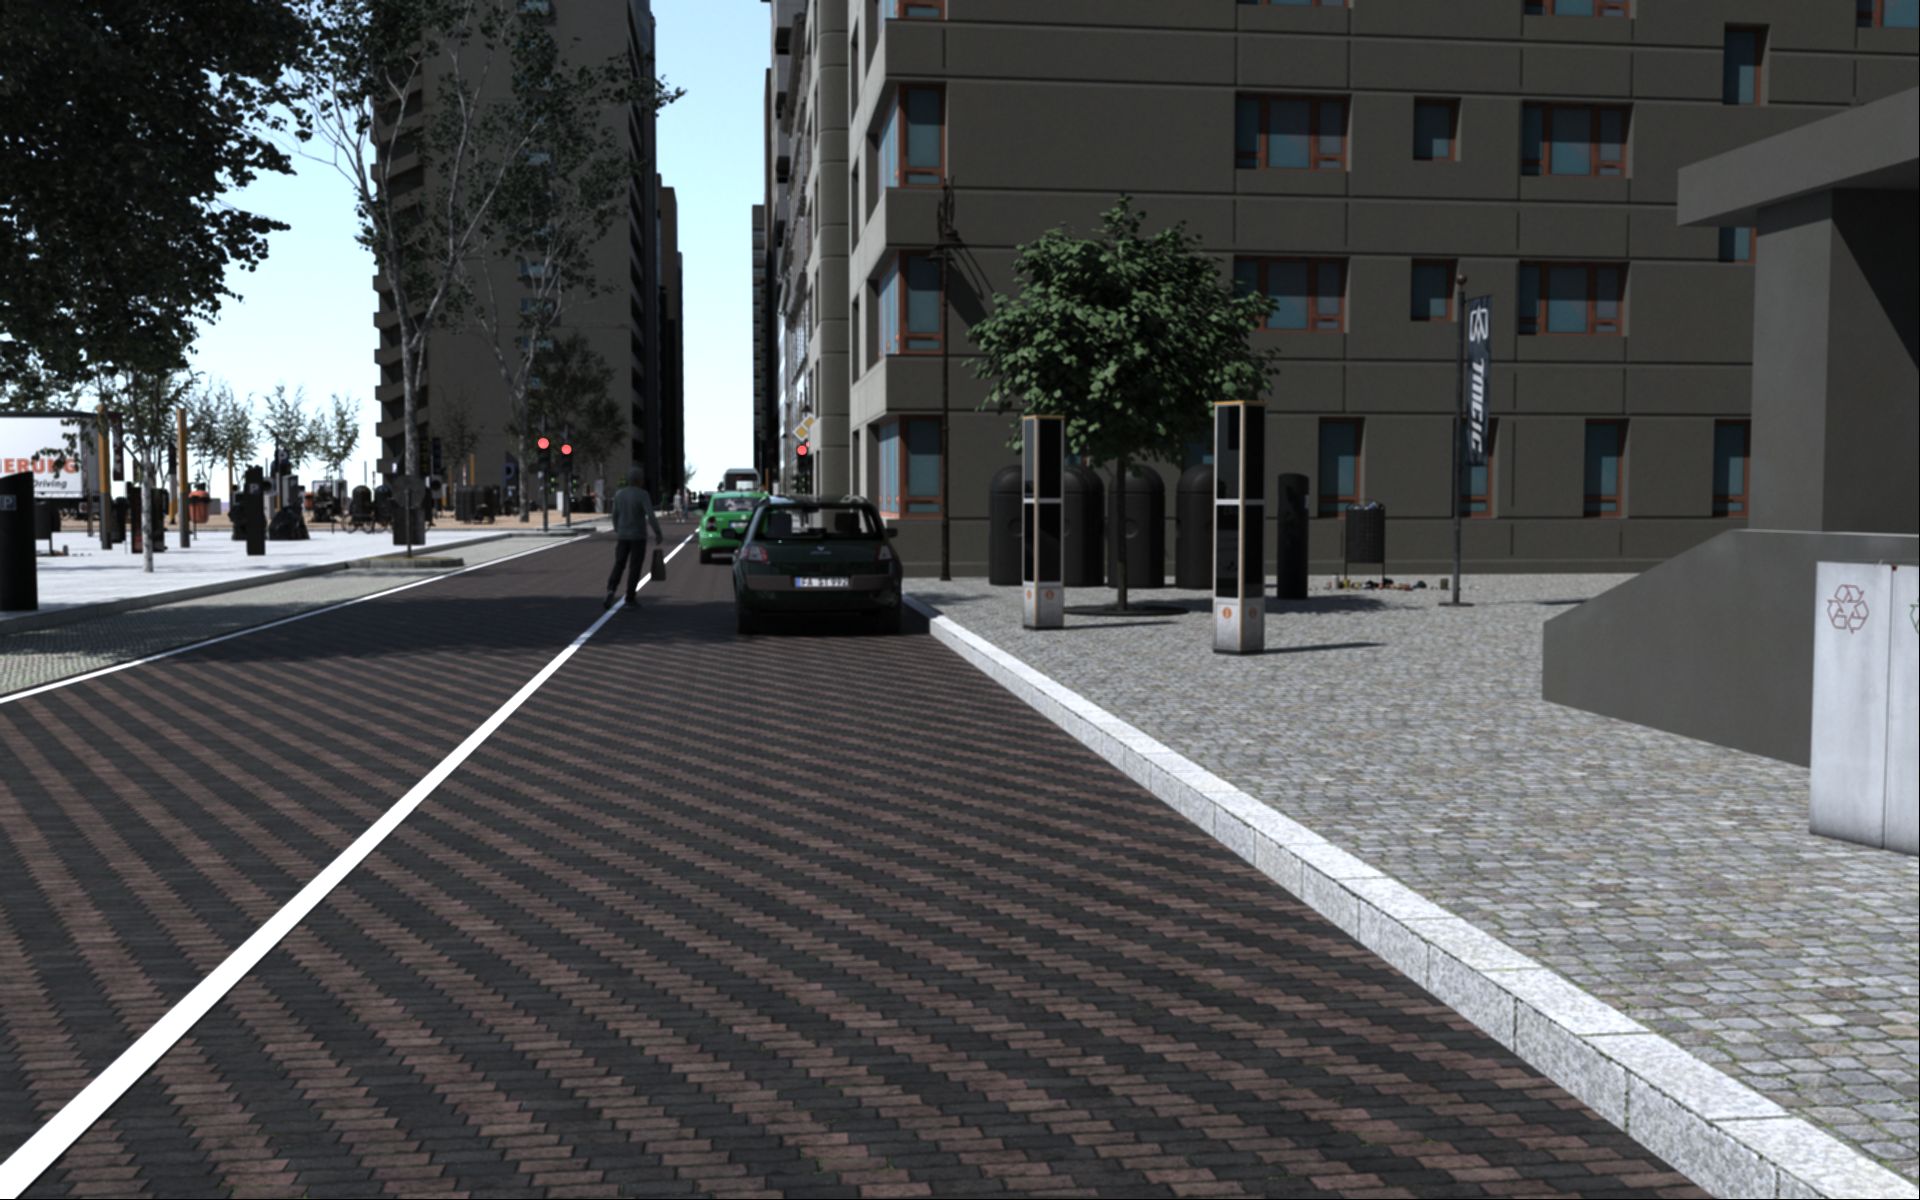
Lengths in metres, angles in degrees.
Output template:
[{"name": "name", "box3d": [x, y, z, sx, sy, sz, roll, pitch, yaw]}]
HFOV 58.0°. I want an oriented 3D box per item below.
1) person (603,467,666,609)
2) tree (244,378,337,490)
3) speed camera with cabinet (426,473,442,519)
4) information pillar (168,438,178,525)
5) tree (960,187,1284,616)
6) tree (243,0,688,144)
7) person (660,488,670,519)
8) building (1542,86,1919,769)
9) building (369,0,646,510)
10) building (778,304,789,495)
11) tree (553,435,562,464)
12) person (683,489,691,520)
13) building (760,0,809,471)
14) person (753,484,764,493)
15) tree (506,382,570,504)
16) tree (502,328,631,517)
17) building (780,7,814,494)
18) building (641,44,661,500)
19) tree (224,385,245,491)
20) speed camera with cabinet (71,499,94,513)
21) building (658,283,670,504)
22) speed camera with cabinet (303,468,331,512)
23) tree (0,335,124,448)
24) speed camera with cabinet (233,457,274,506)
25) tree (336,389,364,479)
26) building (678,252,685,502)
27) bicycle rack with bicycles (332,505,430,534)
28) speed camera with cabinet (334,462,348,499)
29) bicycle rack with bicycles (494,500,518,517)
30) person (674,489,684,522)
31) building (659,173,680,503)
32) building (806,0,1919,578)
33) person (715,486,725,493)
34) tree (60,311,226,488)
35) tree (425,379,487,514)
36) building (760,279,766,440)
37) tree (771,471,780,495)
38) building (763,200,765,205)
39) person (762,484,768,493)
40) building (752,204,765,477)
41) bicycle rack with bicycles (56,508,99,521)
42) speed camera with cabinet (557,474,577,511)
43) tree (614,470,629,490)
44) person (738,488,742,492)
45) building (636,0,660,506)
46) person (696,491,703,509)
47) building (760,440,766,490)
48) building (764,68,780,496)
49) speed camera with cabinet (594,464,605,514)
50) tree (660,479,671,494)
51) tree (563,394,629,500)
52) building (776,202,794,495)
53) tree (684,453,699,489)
[{"name": "person", "box3d": [-4.039, -0.774, 21.633, 0.782, 1.767, 0.515, 1, 4, 22]}, {"name": "tree", "box3d": [-42.649, -9.794, 110.493, 4.737, 8.622, 4.395, 0, 3, 0]}, {"name": "speed camera with cabinet", "box3d": [-27.437, -5.735, 88.109, 2.038, 3.252, 0.660, -2, 4, -33]}, {"name": "information pillar", "box3d": [-33.081, -4.981, 72.792, 0.183, 3.616, 0.504, 1, 4, 9]}, {"name": "tree", "box3d": [1.734, -2.145, 18.791, 4.285, 4.588, 4.351, 0, 3, 0]}, {"name": "tree", "box3d": [-14.622, -11.810, 48.978, 12.611, 20.169, 13.585, 0, 3, 0]}, {"name": "person", "box3d": [-16.805, -5.502, 98.710, 0.529, 1.795, 0.600, 1, 4, 9]}, {"name": "building", "box3d": [20.486, -19.136, 4.748, 32.217, 40.220, 23.993, 0, 4, -7]}, {"name": "building", "box3d": [-38.898, -32.214, 150.408, 21.300, 48.544, 21.600, 0, 4, -7]}, {"name": "building", "box3d": [-8.635, -17.116, 134.602, 10.420, 20.320, 16.860, 0, 4, -7]}, {"name": "tree", "box3d": [-29.407, -11.255, 134.375, 4.360, 8.622, 3.978, 0, 3, 0]}, {"name": "person", "box3d": [-15.402, -5.392, 97.493, 0.643, 1.720, 0.563, -2, 4, -24]}, {"name": "building", "box3d": [-3.659, -34.924, 160.240, 28.713, 52.752, 27.495, 0, 4, -7]}, {"name": "person", "box3d": [-8.029, -3.709, 69.113, 0.622, 1.834, 0.822, -3, 5, -44]}, {"name": "tree", "box3d": [-26.940, -9.880, 111.902, 4.737, 8.622, 4.395, 0, 3, 0]}, {"name": "tree", "box3d": [-21.717, -9.894, 96.174, 7.601, 10.594, 8.767, -3, 5, -42]}, {"name": "building", "box3d": [-2.734, -17.893, 89.821, 12.463, 27.353, 25.104, 0, 4, -7]}, {"name": "building", "box3d": [-37.437, -31.763, 169.431, 14.600, 45.320, 14.200, 0, 4, -7]}, {"name": "tree", "box3d": [-48.754, -10.177, 116.748, 4.737, 8.622, 4.395, 0, 3, 0]}, {"name": "speed camera with cabinet", "box3d": [-54.114, -6.902, 107.177, 0.660, 3.252, 2.038, 1, 4, 12]}, {"name": "building", "box3d": [-46.077, -28.024, 229.890, 14.160, 30.474, 14.107, 0, 4, -7]}, {"name": "speed camera with cabinet", "box3d": [-47.053, -8.107, 126.889, 2.038, 3.252, 0.660, -2, 4, -23]}, {"name": "tree", "box3d": [-40.190, -7.689, 76.077, 4.737, 8.622, 4.395, 0, 3, 0]}, {"name": "speed camera with cabinet", "box3d": [-37.876, -6.022, 92.790, 2.038, 3.252, 0.660, -1, 4, -17]}, {"name": "tree", "box3d": [-43.527, -10.442, 121.082, 4.737, 8.622, 4.395, 0, 3, 0]}, {"name": "building", "box3d": [-52.463, -36.673, 283.196, 14.154, 41.232, 14.086, 0, 4, -7]}, {"name": "bicycle rack with bicycles", "box3d": [-19.256, -2.654, 56.767, 2.925, 0.926, 2.852, 2, 4, 27]}, {"name": "speed camera with cabinet", "box3d": [-37.035, -6.807, 105.623, 2.038, 3.252, 0.660, -1, 4, -9]}, {"name": "bicycle rack with bicycles", "box3d": [-26.636, -5.184, 98.135, 2.852, 0.926, 2.925, -2, 4, -34]}, {"name": "person", "box3d": [-14.372, -4.833, 88.528, 0.512, 1.701, 0.522, -1, 4, -20]}, {"name": "building", "box3d": [-46.943, -36.363, 244.649, 14.600, 45.320, 14.200, 0, 4, -7]}, {"name": "building", "box3d": [10.739, -12.039, 41.875, 27.650, 21.520, 28.899, 0, 4, -7]}, {"name": "person", "box3d": [-11.712, -4.706, 85.244, 0.655, 1.846, 0.447, -3, 4, -39]}, {"name": "tree", "box3d": [-31.439, -7.127, 66.890, 4.737, 8.622, 4.395, 0, 3, 0]}, {"name": "tree", "box3d": [-32.451, -9.837, 111.190, 4.360, 8.622, 3.978, 0, 3, 0]}, {"name": "building", "box3d": [-19.861, -28.249, 233.565, 14.160, 30.474, 14.107, 0, 4, -7]}, {"name": "tree", "box3d": [-15.107, -9.176, 144.632, 1.663, 3.219, 1.824, 0, 3, 0]}, {"name": "building", "box3d": [-20.614, -39.838, 270.966, 23.786, 49.044, 30.456, 0, 4, -7]}, {"name": "person", "box3d": [-8.197, -3.883, 72.085, 0.679, 1.850, 0.850, 3, 4, 37]}, {"name": "building", "box3d": [-22.514, -34.464, 247.082, 14.154, 41.232, 14.086, 0, 4, -7]}, {"name": "bicycle rack with bicycles", "box3d": [-43.114, -4.303, 83.730, 2.925, 0.926, 2.852, -1, 4, -19]}, {"name": "speed camera with cabinet", "box3d": [-29.334, -8.256, 129.323, 0.660, 3.252, 2.038, 1, 4, 18]}, {"name": "tree", "box3d": [-27.297, -8.910, 140.286, 1.663, 3.219, 1.824, 0, 3, 0]}, {"name": "person", "box3d": [-12.743, -5.607, 100.533, 0.624, 1.780, 0.694, 2, 4, 32]}, {"name": "building", "box3d": [-44.344, -39.601, 189.480, 21.231, 58.520, 28.212, 0, 4, -7]}, {"name": "person", "box3d": [-25.809, -9.930, 171.382, 0.750, 1.759, 0.617, -2, 4, -34]}, {"name": "building", "box3d": [-12.118, -54.386, 201.876, 22.319, 86.520, 31.000, 0, 4, -7]}, {"name": "building", "box3d": [-13.221, -32.424, 180.246, 14.600, 45.320, 14.200, 0, 4, -7]}, {"name": "speed camera with cabinet", "box3d": [-23.725, -7.320, 114.022, 0.660, 3.252, 2.038, 0, 4, -8]}, {"name": "tree", "box3d": [-36.687, -13.467, 214.792, 1.663, 3.219, 1.824, 0, 3, 0]}, {"name": "tree", "box3d": [-25.442, -10.535, 122.615, 4.360, 8.622, 3.978, 0, 3, 0]}, {"name": "building", "box3d": [-5.137, -16.674, 114.415, 13.314, 21.916, 24.055, 0, 4, -7]}, {"name": "tree", "box3d": [-47.368, -21.234, 297.532, 4.360, 8.622, 3.978, 0, 3, 0]}]
